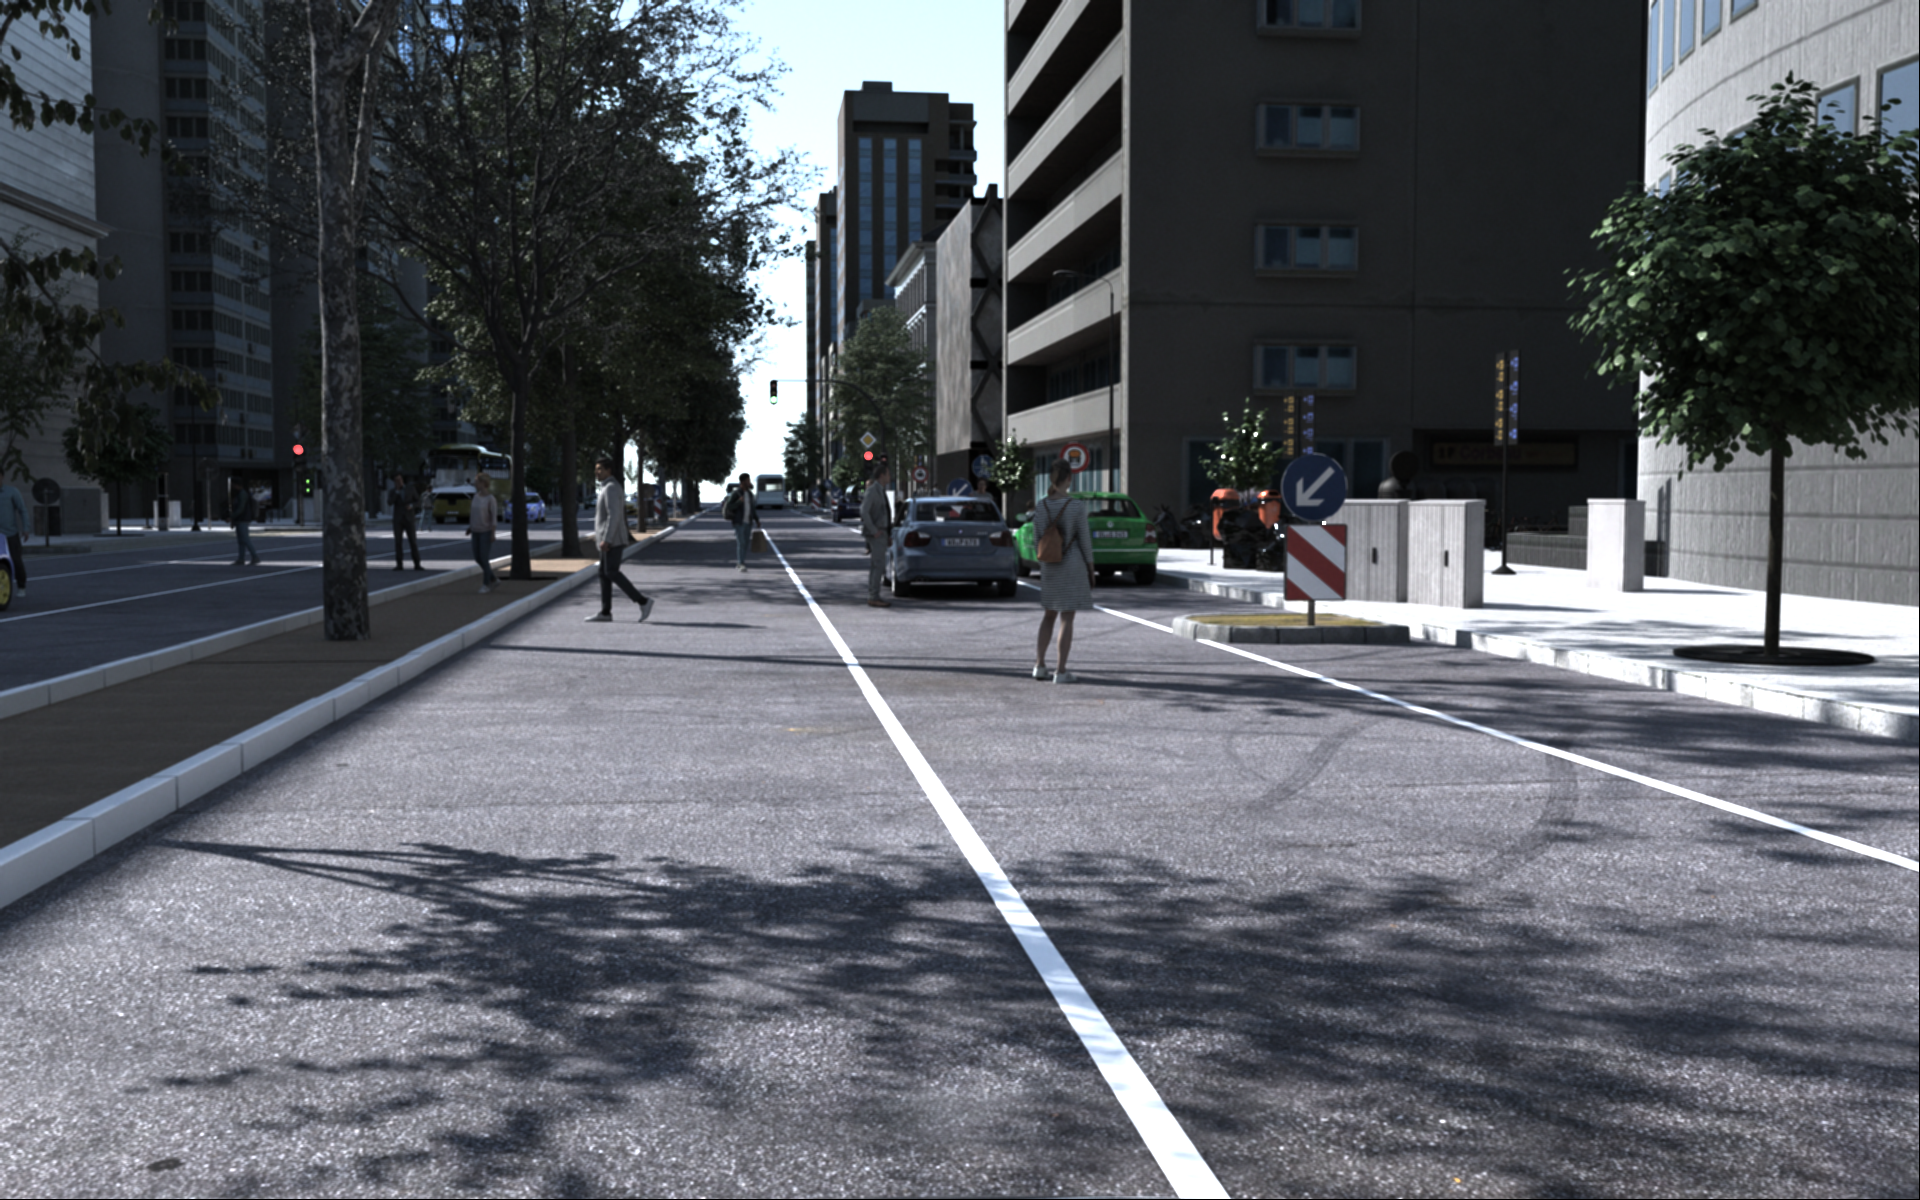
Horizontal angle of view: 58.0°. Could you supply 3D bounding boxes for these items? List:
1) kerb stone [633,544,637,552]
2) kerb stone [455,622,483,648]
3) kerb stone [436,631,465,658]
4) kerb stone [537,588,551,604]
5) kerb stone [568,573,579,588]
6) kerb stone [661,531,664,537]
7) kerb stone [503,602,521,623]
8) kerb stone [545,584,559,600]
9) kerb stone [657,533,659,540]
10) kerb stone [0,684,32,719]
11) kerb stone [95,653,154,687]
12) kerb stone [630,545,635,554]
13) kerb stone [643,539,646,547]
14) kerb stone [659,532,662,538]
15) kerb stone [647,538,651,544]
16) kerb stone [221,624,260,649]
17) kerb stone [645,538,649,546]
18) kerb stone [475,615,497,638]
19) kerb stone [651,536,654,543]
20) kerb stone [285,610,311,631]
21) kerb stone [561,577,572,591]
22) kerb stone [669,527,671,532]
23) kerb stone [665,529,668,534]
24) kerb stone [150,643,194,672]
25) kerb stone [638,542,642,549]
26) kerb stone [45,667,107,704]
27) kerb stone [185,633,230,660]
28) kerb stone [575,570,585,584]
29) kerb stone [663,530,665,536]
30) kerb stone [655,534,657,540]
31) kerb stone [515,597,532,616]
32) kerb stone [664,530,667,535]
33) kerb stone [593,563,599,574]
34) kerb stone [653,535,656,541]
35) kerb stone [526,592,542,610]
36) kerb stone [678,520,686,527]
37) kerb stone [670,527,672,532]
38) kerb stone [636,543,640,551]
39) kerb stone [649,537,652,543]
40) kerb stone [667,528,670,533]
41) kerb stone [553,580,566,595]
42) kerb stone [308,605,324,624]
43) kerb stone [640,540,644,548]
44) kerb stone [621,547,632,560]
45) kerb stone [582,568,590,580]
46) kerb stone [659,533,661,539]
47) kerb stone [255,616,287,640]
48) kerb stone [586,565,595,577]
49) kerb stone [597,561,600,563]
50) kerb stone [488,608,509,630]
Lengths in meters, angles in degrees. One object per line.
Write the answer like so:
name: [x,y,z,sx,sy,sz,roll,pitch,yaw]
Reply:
kerb stone: [-7.964,-1.208,41.941,0.120,0.150,1.000,0,4,-7]
kerb stone: [-4.711,0.348,16.513,0.120,0.150,1.000,0,4,-7]
kerb stone: [-4.592,0.414,15.489,0.120,0.150,1.000,0,4,-7]
kerb stone: [-5.497,-0.019,22.619,0.120,0.150,1.000,0,4,-7]
kerb stone: [-6.010,-0.274,26.679,0.120,0.150,1.000,0,4,-7]
kerb stone: [-9.781,-2.079,56.179,0.120,0.150,1.000,0,4,-7]
kerb stone: [-5.109,0.161,19.566,0.120,0.150,1.000,0,4,-7]
kerb stone: [-5.625,-0.082,23.633,0.120,0.150,1.000,0,4,-7]
kerb stone: [-9.392,-1.892,53.128,0.120,0.150,1.000,0,4,-7]
kerb stone: [-6.159,0.672,11.204,0.120,0.150,1.000,0,4,-7]
kerb stone: [-6.416,0.548,13.240,0.120,0.150,1.000,0,4,-7]
kerb stone: [-7.835,-1.145,40.927,0.120,0.150,1.000,0,4,-7]
kerb stone: [-8.490,-1.457,46.016,0.120,0.150,1.000,0,4,-7]
kerb stone: [-9.651,-2.016,55.157,0.120,0.150,1.000,0,4,-7]
kerb stone: [-8.742,-1.580,48.045,0.120,0.150,1.000,0,4,-7]
kerb stone: [-6.811,0.362,16.283,0.120,0.150,1.000,0,4,-7]
kerb stone: [-8.609,-1.519,47.032,0.120,0.150,1.000,0,4,-7]
kerb stone: [-4.847,0.291,17.527,0.120,0.150,1.000,0,4,-7]
kerb stone: [-9.003,-1.705,50.077,0.120,0.150,1.000,0,4,-7]
kerb stone: [-7.072,0.238,18.311,0.120,0.150,1.000,0,4,-7]
kerb stone: [-5.892,-0.207,25.663,0.120,0.150,1.000,0,4,-7]
kerb stone: [-10.560,-2.449,62.285,0.120,0.150,1.000,0,4,-7]
kerb stone: [-10.173,-2.263,59.242,0.120,0.150,1.000,0,4,-7]
kerb stone: [-6.547,0.491,14.255,0.120,0.150,1.000,0,4,-7]
kerb stone: [-8.226,-1.333,43.984,0.120,0.150,1.000,0,4,-7]
kerb stone: [-6.285,0.613,12.222,0.120,0.150,1.000,0,4,-7]
kerb stone: [-6.674,0.425,15.270,0.120,0.150,1.000,0,4,-7]
kerb stone: [-6.142,-0.337,27.704,0.120,0.150,1.000,0,4,-7]
kerb stone: [-9.906,-2.137,57.202,0.120,0.150,1.000,0,4,-7]
kerb stone: [-9.264,-1.825,52.112,0.120,0.150,1.000,0,4,-7]
kerb stone: [-5.242,0.099,20.580,0.120,0.150,1.000,0,4,-7]
kerb stone: [-10.029,-2.201,58.227,0.120,0.150,1.000,0,4,-7]
kerb stone: [-6.545,-0.524,30.765,0.120,0.150,1.000,0,4,-7]
kerb stone: [-9.136,-1.762,51.097,0.120,0.150,1.000,0,4,-7]
kerb stone: [-5.366,0.042,21.598,0.120,0.150,1.000,0,4,-7]
kerb stone: [-12.701,-3.478,79.111,0.120,0.150,1.000,0,4,-7]
kerb stone: [-10.685,-2.513,63.305,0.120,0.150,1.000,0,4,-7]
kerb stone: [-8.095,-1.270,42.963,0.120,0.150,1.000,0,4,-7]
kerb stone: [-8.878,-1.643,49.062,0.120,0.150,1.000,0,4,-7]
kerb stone: [-10.432,-2.390,61.270,0.120,0.150,1.000,0,4,-7]
kerb stone: [-5.758,-0.148,24.649,0.120,0.150,1.000,0,4,-7]
kerb stone: [-7.200,0.176,19.336,0.120,0.150,1.000,0,4,-7]
kerb stone: [-8.358,-1.395,45.002,0.120,0.150,1.000,0,4,-7]
kerb stone: [-7.700,-1.083,39.910,0.120,0.150,1.000,0,4,-7]
kerb stone: [-6.278,-0.399,28.727,0.120,0.150,1.000,0,4,-7]
kerb stone: [-9.525,-1.954,54.141,0.120,0.150,1.000,0,4,-7]
kerb stone: [-6.945,0.300,17.297,0.120,0.150,1.000,0,4,-7]
kerb stone: [-6.410,-0.461,29.742,0.120,0.150,1.000,0,4,-7]
kerb stone: [-6.666,-0.580,31.780,0.120,0.150,1.000,0,4,-7]
kerb stone: [-4.979,0.223,18.543,0.120,0.150,1.000,0,4,-7]
